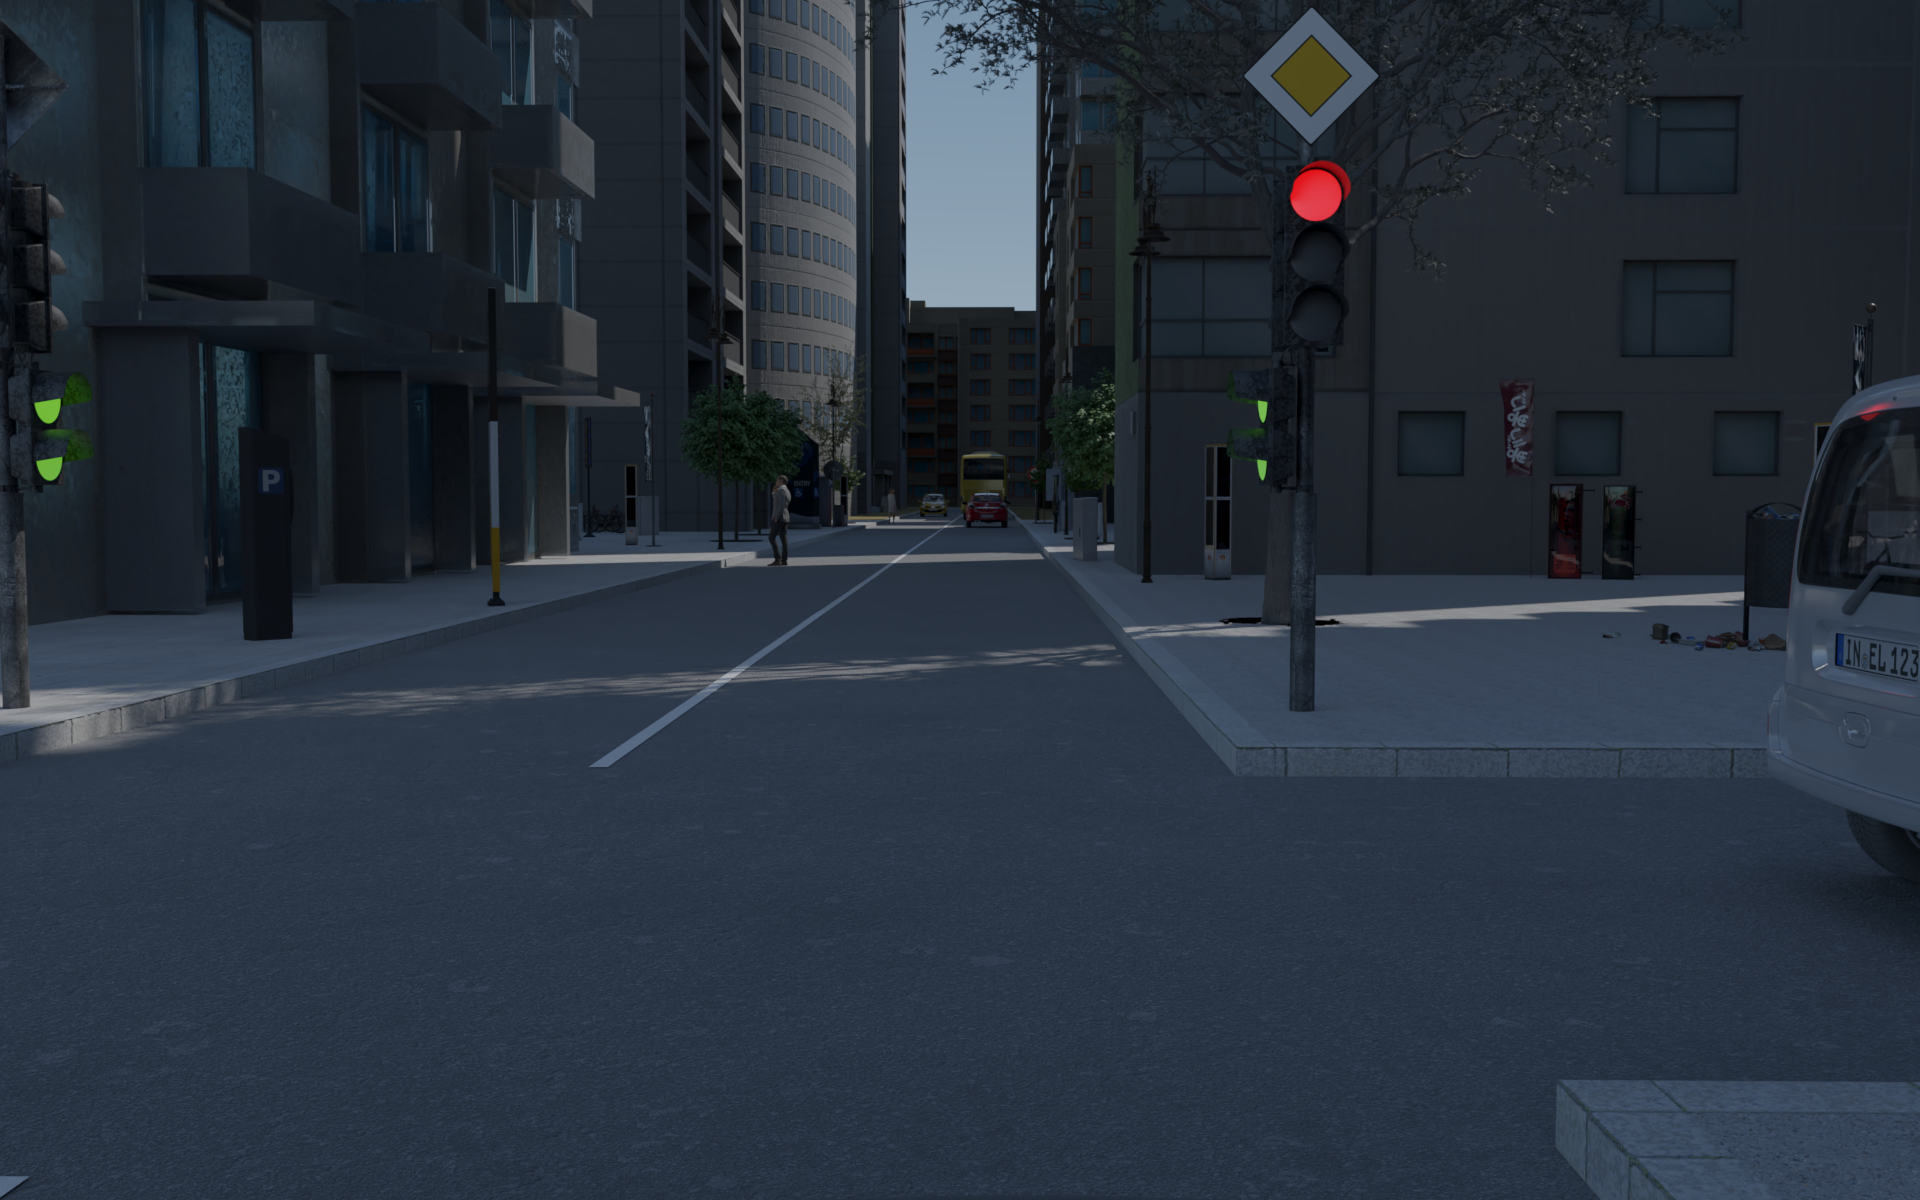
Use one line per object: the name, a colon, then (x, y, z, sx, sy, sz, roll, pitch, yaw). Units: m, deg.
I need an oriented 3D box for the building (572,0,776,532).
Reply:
building: (-17.137, -38.464, 67.144, 20.563, 71.187, 20.611, 0, 4, 1)

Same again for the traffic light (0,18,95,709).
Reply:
traffic light: (-5.651, -1.307, 10.283, 0.839, 4.253, 0.868, 0, 4, 1)

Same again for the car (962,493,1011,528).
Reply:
car: (1.151, -4.039, 75.081, 2.155, 1.783, 4.494, 0, 4, 0)

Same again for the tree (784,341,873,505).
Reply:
tree: (-6.037, -8.096, 82.731, 4.360, 8.622, 3.978, 0, 3, 0)

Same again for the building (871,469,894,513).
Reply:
building: (-21.277, -26.551, 125.992, 32.217, 40.220, 23.993, 0, 4, 1)

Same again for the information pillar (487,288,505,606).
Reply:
information pillar: (-5.375, -1.749, 19.948, 0.183, 3.616, 0.504, -1, 4, -17)

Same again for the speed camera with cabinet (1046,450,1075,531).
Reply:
speed camera with cabinet: (3.514, -4.056, 60.647, 0.660, 3.252, 2.038, 1, 4, 17)

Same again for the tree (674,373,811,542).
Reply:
tree: (-6.035, -3.858, 46.797, 4.285, 4.588, 4.351, 0, 3, 0)

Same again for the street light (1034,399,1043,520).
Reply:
street light: (3.809, -6.820, 84.289, 0.468, 5.910, 1.993, 0, 4, 1)

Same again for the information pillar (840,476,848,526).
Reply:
information pillar: (-4.603, -3.931, 68.763, 0.304, 2.012, 0.304, 0, 4, 0)

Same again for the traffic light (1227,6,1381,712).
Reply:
traffic light: (2.009, -1.299, 10.156, 0.839, 4.253, 0.868, 0, 4, 1)

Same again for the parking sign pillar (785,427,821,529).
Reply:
parking sign pillar: (-5.805, -4.578, 63.317, 1.447, 3.967, 1.447, 2, 4, 27)

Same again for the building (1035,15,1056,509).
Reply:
building: (13.743, -30.700, 152.060, 14.600, 45.320, 14.200, 0, 4, 1)

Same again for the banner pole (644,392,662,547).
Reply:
banner pole: (-7.619, -3.214, 42.566, 0.401, 3.779, 0.863, -2, 4, -27)

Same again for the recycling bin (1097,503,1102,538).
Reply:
recycling bin: (3.810, -2.366, 51.241, 0.722, 1.027, 0.722, 1, 4, 13)

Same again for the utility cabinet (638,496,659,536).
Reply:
utility cabinet: (-9.778, -2.616, 53.932, 0.306, 1.237, 1.020, 2, 4, 24)

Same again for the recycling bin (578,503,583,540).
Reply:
recycling bin: (-10.884, -2.179, 48.179, 0.722, 1.027, 0.722, -1, 4, -8)

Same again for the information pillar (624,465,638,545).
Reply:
information pillar: (-8.253, -2.386, 43.501, 0.304, 2.012, 0.304, 0, 4, -8)

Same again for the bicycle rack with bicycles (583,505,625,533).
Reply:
bicycle rack with bicycles: (-11.699, -2.667, 56.988, 2.925, 0.926, 2.852, 0, 4, -6)

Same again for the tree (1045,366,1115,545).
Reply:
tree: (3.798, -3.720, 44.535, 4.285, 4.588, 4.351, 0, 3, 0)

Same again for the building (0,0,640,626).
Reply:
building: (-18.418, -24.798, 25.054, 23.786, 49.044, 30.456, 0, 4, 1)

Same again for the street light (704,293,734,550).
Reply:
street light: (-5.543, -4.108, 39.955, 0.468, 5.910, 1.993, 0, 4, 1)

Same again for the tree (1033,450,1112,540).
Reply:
tree: (3.355, -3.321, 48.904, 1.663, 3.219, 1.824, 0, 3, 0)

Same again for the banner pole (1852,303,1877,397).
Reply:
banner pole: (11.805, -1.999, 22.695, 0.863, 3.779, 0.401, -3, 5, -44)

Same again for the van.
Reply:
van: (4.950, 0.085, 5.629, 4.112, 2.044, 2.013, 0, 4, 1)

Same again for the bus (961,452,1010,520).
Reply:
bus: (1.457, -6.625, 99.870, 2.896, 3.916, 12.252, 0, 4, 2)

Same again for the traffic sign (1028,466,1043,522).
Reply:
traffic sign: (3.399, -4.724, 77.341, 0.768, 2.556, 0.104, 0, 4, 4)

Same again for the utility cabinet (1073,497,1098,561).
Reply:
utility cabinet: (2.409, -1.364, 33.463, 0.306, 1.237, 1.020, 0, 4, -7)

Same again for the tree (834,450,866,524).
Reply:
tree: (-5.098, -4.934, 75.273, 1.663, 3.219, 1.824, 0, 3, 0)

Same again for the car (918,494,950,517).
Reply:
car: (-1.666, -6.123, 110.327, 2.015, 1.641, 3.980, 0, 4, 1)

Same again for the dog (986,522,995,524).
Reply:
dog: (1.502, -3.927, 84.400, 0.550, 0.427, 0.748, 1, 4, 10)

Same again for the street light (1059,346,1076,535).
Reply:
street light: (3.345, -4.985, 54.298, 0.468, 5.910, 1.993, 0, 4, 1)

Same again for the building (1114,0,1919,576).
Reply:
building: (9.950, -21.366, 32.930, 14.154, 41.232, 14.086, 0, 4, 1)

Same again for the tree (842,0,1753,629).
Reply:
tree: (3.215, -6.494, 16.551, 12.009, 13.543, 11.850, 0, 3, 0)

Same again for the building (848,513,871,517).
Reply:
building: (-16.621, -34.069, 99.028, 21.231, 58.520, 28.212, 0, 4, 1)

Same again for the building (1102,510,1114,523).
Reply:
building: (15.939, -46.183, 67.765, 22.319, 86.520, 31.000, 0, 4, 1)

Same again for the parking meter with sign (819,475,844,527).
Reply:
parking meter with sign: (-5.379, -4.362, 67.585, 1.738, 3.016, 0.543, 1, 4, 17)

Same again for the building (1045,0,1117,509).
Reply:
building: (17.746, -31.191, 129.582, 23.786, 49.044, 30.456, 0, 4, 1)

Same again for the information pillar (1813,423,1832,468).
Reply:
information pillar: (9.035, -0.821, 17.918, 0.304, 2.012, 0.304, -2, 4, -34)

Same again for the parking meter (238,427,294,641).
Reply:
parking meter: (-6.107, -0.585, 15.273, 0.255, 1.863, 0.399, 3, 5, 45)

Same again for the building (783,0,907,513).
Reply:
building: (-18.838, -37.136, 149.177, 28.212, 58.520, 21.231, 0, 4, 1)

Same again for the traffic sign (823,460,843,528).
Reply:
traffic sign: (-4.746, -3.960, 64.852, 0.768, 2.556, 0.104, 0, 4, 7)

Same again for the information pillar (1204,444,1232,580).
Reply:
information pillar: (3.853, -1.306, 25.840, 0.304, 2.012, 0.304, -1, 4, -22)

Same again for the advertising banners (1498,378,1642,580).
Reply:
advertising banners: (9.163, -1.828, 26.072, 2.074, 3.025, 0.090, 1, 4, 20)

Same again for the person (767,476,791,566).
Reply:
person: (-3.620, -1.587, 34.630, 0.473, 1.802, 0.592, 1, 4, 23)

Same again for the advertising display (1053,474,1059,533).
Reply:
advertising display: (3.170, -3.181, 57.228, 0.123, 1.923, 0.974, 1, 4, 8)

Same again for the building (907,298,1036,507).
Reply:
building: (-5.439, -20.720, 183.812, 28.899, 21.520, 27.650, 0, 4, 1)

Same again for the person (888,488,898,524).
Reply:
person: (-3.211, -4.452, 82.040, 0.466, 1.731, 0.760, 0, 4, 7)

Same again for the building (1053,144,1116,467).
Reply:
building: (19.731, -15.595, 100.017, 27.650, 21.520, 28.899, 0, 4, 1)

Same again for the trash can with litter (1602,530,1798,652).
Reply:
trash can with litter: (6.622, -0.225, 14.743, 1.678, 1.210, 2.233, -3, 4, -37)

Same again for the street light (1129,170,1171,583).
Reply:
street light: (2.705, -3.186, 24.880, 0.468, 5.910, 1.993, 0, 4, 1)

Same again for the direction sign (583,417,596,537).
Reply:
direction sign: (-11.001, -3.626, 51.290, 0.379, 3.537, 0.876, -1, 4, -23)

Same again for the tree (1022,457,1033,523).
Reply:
tree: (3.524, -4.919, 75.025, 1.663, 3.219, 1.824, 0, 3, 0)

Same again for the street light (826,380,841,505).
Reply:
street light: (-5.071, -5.908, 69.377, 0.468, 5.910, 1.993, 0, 4, 1)
